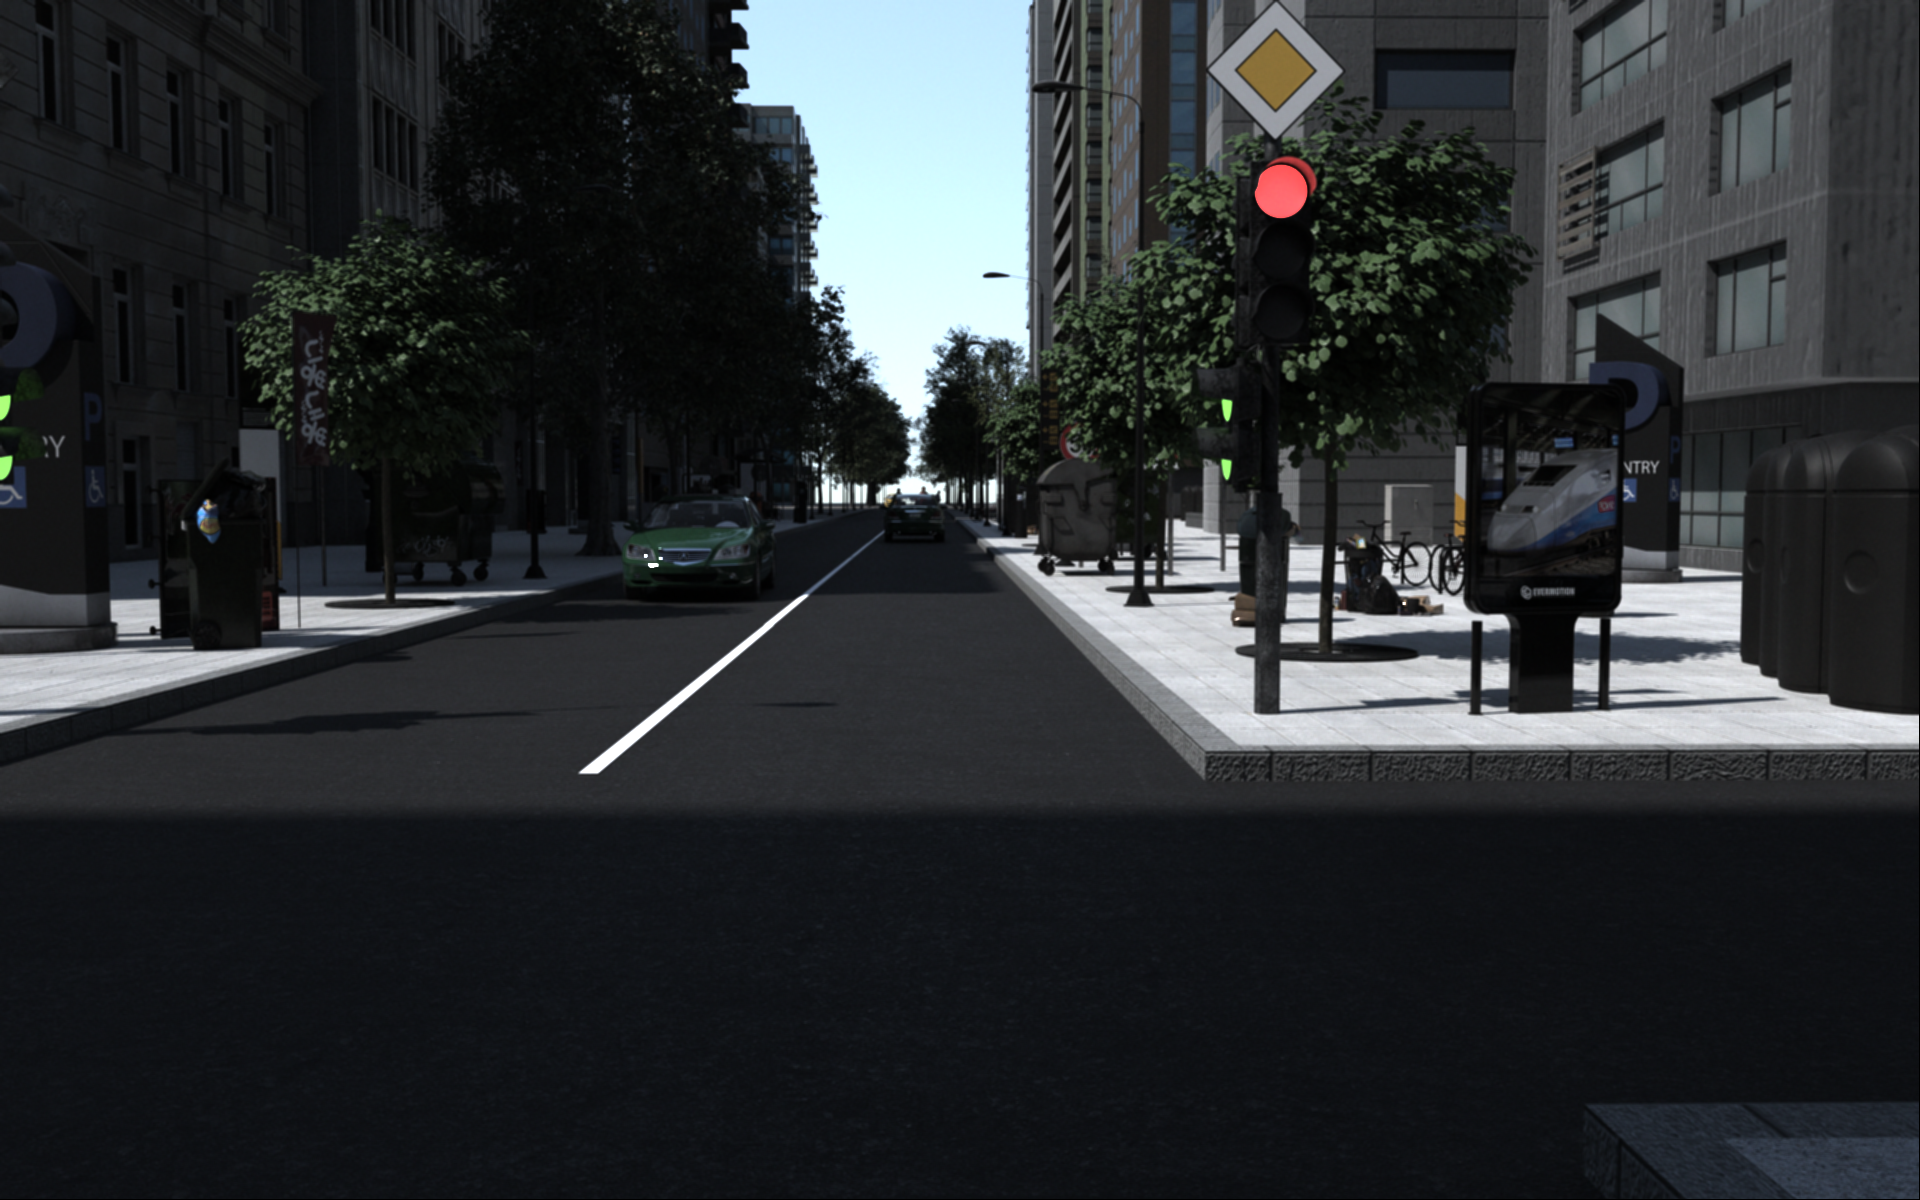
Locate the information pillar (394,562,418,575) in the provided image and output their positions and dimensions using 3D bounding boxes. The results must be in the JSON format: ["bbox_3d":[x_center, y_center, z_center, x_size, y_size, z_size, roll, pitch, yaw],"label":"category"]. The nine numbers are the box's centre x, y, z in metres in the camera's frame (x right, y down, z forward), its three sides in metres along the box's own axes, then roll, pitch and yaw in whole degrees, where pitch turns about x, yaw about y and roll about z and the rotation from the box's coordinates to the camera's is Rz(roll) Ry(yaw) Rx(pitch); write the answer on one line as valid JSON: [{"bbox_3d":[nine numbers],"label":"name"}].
[{"bbox_3d":[-8.791,-1.404,27.451,0.304,2.012,0.304,0,4,0],"label":"information pillar"}]

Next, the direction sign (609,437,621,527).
[{"bbox_3d":[-13.813,-4.666,68.285,0.876,3.537,0.379,0,4,-8],"label":"direction sign"}]

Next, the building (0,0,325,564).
[{"bbox_3d":[-21.308,-14.218,29.731,12.463,27.353,25.104,0,4,-1],"label":"building"}]

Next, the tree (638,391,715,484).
[{"bbox_3d":[-12.373,-7.684,75.995,4.737,8.622,4.395,0,3,0],"label":"tree"}]

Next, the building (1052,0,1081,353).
[{"bbox_3d":[18.997,-31.714,142.233,21.300,48.544,21.600,0,4,-1],"label":"building"}]

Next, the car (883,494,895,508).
[{"bbox_3d":[-6.542,-9.850,171.278,2.015,1.641,3.980,0,4,0],"label":"car"}]

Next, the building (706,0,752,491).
[{"bbox_3d":[-27.297,-28.937,127.752,22.147,44.769,28.867,0,4,-1],"label":"building"}]

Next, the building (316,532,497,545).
[{"bbox_3d":[-20.993,-14.329,52.294,12.078,24.808,19.932,0,4,-1],"label":"building"}]

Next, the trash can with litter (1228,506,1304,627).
[{"bbox_3d":[3.004,-0.347,17.062,0.624,1.170,1.055,1,4,19],"label":"trash can with litter"}]

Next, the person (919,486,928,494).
[{"bbox_3d":[-1.890,-4.997,90.144,1.348,1.831,0.705,0,4,-4],"label":"person"}]

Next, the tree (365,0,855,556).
[{"bbox_3d":[-7.457,-7.274,35.936,9.611,12.733,9.660,0,3,0],"label":"tree"}]

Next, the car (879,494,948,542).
[{"bbox_3d":[-1.419,-2.534,53.231,2.131,1.459,4.920,0,4,-2],"label":"car"}]

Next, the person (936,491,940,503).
[{"bbox_3d":[-1.693,-7.801,136.984,0.436,1.711,0.756,3,5,39],"label":"person"}]

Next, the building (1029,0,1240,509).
[{"bbox_3d":[18.422,-40.144,198.355,21.231,58.520,28.212,0,4,-1],"label":"building"}]

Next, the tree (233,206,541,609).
[{"bbox_3d":[-6.526,-2.217,19.955,4.285,4.588,4.351,0,3,0],"label":"tree"}]

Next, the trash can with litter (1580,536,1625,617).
[{"bbox_3d":[6.454,-0.422,18.293,0.624,1.170,1.055,-2,4,-32],"label":"trash can with litter"}]

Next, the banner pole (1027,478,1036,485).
[{"bbox_3d":[2.602,-4.038,56.033,0.863,3.779,0.401,-1,4,-13],"label":"banner pole"}]

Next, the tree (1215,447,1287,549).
[{"bbox_3d":[6.713,-2.797,40.340,1.663,3.219,1.824,0,3,0],"label":"tree"}]

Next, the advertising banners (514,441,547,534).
[{"bbox_3d":[-13.959,-3.673,56.239,0.090,3.025,2.074,-3,5,-41],"label":"advertising banners"}]

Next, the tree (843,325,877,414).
[{"bbox_3d":[-7.176,-8.050,66.030,8.767,10.594,7.601,0,4,7],"label":"tree"}]

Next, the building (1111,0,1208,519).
[{"bbox_3d":[16.067,-27.275,96.054,14.600,45.320,14.200,0,4,-1],"label":"building"}]

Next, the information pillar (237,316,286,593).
[{"bbox_3d":[-8.974,-1.888,22.219,0.504,3.616,0.183,-3,4,-39],"label":"information pillar"}]

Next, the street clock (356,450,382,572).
[{"bbox_3d":[-9.646,-1.460,28.434,0.471,2.002,0.358,1,4,17],"label":"street clock"}]

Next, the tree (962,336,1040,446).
[{"bbox_3d":[2.313,-8.032,81.680,4.737,8.622,4.395,0,3,0],"label":"tree"}]

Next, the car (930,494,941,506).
[{"bbox_3d":[-2.362,-6.846,123.929,2.014,1.417,4.499,0,4,0],"label":"car"}]

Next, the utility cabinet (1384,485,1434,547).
[{"bbox_3d":[10.791,-2.014,41.608,1.173,1.500,0.318,-1,4,-20],"label":"utility cabinet"}]

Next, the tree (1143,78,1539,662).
[{"bbox_3d":[2.867,-1.835,13.722,4.285,4.588,4.351,0,3,0],"label":"tree"}]

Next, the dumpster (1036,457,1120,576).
[{"bbox_3d":[1.894,-1.349,27.809,1.264,1.857,1.865,0,4,-1],"label":"dumpster"}]

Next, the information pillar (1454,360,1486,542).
[{"bbox_3d":[8.816,-2.357,29.891,0.504,3.616,0.183,1,4,11],"label":"information pillar"}]

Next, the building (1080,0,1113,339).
[{"bbox_3d":[15.510,-26.972,124.583,14.154,41.232,14.086,0,4,-1],"label":"building"}]

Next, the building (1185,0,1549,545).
[{"bbox_3d":[18.717,-31.421,55.728,21.231,58.520,28.212,0,4,-1],"label":"building"}]

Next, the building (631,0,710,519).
[{"bbox_3d":[-23.247,-27.866,105.723,14.600,45.320,14.200,0,4,-1],"label":"building"}]

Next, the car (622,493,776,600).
[{"bbox_3d":[-3.687,-0.808,25.010,2.131,1.459,4.920,0,4,-2],"label":"car"}]

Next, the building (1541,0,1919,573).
[{"bbox_3d":[18.652,-21.003,26.996,14.086,41.232,14.154,0,4,-1],"label":"building"}]

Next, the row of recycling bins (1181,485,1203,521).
[{"bbox_3d":[11.419,-4.541,81.358,1.069,1.692,3.534,-1,4,-21],"label":"row of recycling bins"}]

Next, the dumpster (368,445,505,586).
[{"bbox_3d":[-7.477,-1.361,24.745,1.502,2.255,1.985,0,4,-1],"label":"dumpster"}]

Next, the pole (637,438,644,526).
[{"bbox_3d":[-11.656,-4.244,63.235,0.158,3.312,0.155,0,3,0],"label":"pole"}]

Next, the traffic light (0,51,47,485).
[{"bbox_3d":[-5.731,-1.282,9.880,0.839,4.253,0.868,0,4,-1],"label":"traffic light"}]

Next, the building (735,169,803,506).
[{"bbox_3d":[-33.653,-30.324,187.679,32.217,40.220,23.993,0,4,-1],"label":"building"}]

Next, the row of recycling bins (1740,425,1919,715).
[{"bbox_3d":[5.995,-0.279,11.681,1.069,1.692,3.534,1,4,14],"label":"row of recycling bins"}]

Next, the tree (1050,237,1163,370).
[{"bbox_3d":[4.628,-5.998,48.434,4.360,8.622,3.978,0,3,0],"label":"tree"}]

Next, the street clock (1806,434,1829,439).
[{"bbox_3d":[10.405,-1.002,20.955,0.471,2.002,0.358,3,5,45],"label":"street clock"}]

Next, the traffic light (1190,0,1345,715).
[{"bbox_3d":[1.779,-1.291,10.028,0.839,4.253,0.868,0,4,-1],"label":"traffic light"}]

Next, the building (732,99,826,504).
[{"bbox_3d":[-29.118,-36.445,215.487,23.786,49.044,30.456,0,4,-1],"label":"building"}]

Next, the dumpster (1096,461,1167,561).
[{"bbox_3d":[3.334,-1.924,33.955,1.502,2.255,1.985,0,4,-1],"label":"dumpster"}]

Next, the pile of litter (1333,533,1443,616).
[{"bbox_3d":[4.603,-0.306,18.971,1.176,0.858,1.719,0,4,-6],"label":"pile of litter"}]

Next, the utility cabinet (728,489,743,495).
[{"bbox_3d":[-9.024,-3.729,69.643,0.318,1.500,1.173,0,4,7],"label":"utility cabinet"}]

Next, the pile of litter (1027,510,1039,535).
[{"bbox_3d":[2.518,-2.488,54.638,1.719,0.858,1.176,0,4,-3],"label":"pile of litter"}]

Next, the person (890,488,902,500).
[{"bbox_3d":[-4.578,-7.419,129.427,1.348,1.869,0.705,0,4,6],"label":"person"}]

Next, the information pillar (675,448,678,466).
[{"bbox_3d":[-13.890,-5.715,84.802,0.183,3.616,0.504,-1,4,-17],"label":"information pillar"}]

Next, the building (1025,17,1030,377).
[{"bbox_3d":[17.523,-55.940,227.292,22.319,86.520,31.000,0,4,-1],"label":"building"}]

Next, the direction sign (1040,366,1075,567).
[{"bbox_3d":[1.862,-2.369,30.724,0.876,3.537,0.379,0,4,-3],"label":"direction sign"}]

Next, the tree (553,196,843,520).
[{"bbox_3d":[-8.079,-7.037,49.470,8.767,10.594,7.601,0,3,0],"label":"tree"}]

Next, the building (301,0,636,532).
[{"bbox_3d":[-21.364,-15.545,72.185,12.078,24.808,19.932,0,4,-1],"label":"building"}]

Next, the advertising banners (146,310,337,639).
[{"bbox_3d":[-6.583,-1.215,16.051,0.090,3.025,2.074,2,4,30],"label":"advertising banners"}]

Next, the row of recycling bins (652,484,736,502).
[{"bbox_3d":[-11.071,-3.991,72.362,3.534,1.692,1.069,-1,4,-11],"label":"row of recycling bins"}]
